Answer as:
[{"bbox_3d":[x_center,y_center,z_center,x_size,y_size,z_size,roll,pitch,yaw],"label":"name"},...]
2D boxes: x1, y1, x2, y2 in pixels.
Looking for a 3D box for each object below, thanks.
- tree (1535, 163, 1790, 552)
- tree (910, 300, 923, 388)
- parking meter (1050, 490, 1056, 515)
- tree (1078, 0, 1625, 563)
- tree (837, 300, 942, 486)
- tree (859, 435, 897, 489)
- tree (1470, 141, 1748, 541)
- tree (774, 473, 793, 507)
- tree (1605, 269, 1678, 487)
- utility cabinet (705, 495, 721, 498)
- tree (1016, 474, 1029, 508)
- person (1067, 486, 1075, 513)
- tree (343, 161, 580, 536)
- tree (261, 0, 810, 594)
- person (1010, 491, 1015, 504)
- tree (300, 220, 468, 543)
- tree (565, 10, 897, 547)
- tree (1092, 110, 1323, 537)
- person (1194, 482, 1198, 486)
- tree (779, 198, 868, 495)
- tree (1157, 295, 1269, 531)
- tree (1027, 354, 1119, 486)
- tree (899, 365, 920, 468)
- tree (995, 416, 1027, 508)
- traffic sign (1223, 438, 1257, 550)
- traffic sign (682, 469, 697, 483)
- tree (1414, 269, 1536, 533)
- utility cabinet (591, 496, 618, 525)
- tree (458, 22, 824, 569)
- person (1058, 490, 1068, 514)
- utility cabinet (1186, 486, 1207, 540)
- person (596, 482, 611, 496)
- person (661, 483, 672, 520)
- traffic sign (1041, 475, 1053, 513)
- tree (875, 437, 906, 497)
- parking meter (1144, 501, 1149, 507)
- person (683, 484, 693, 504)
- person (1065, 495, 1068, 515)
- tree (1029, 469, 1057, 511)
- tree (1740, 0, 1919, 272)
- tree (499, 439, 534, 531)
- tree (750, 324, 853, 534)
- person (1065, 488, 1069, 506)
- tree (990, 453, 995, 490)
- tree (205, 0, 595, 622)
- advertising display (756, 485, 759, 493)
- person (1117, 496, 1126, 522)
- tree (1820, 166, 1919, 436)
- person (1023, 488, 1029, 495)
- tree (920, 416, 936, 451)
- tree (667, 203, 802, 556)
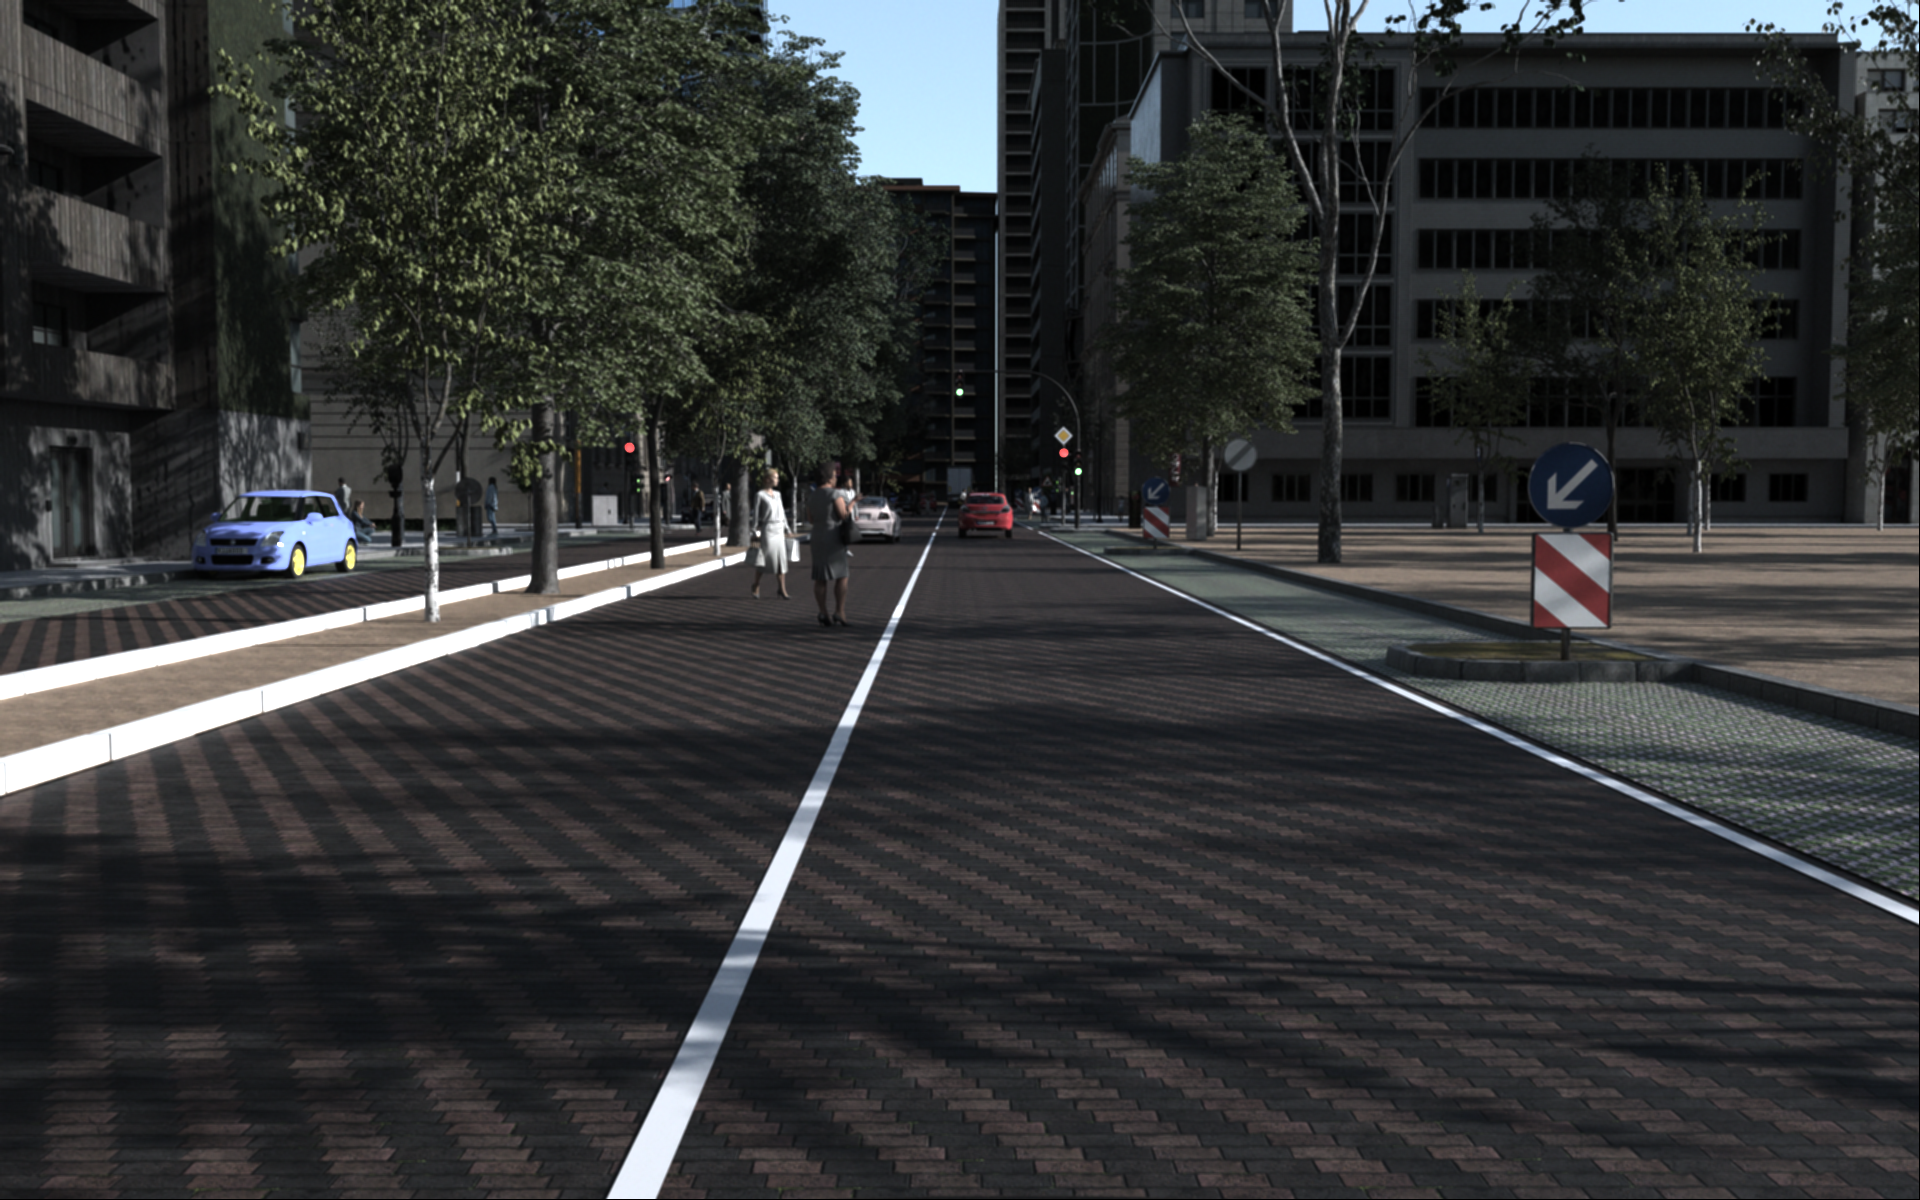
[{"bbox_3d":[16.063,-5.351,37.849,4.737,8.622,4.395,0,3,0],"label":"tree"},{"bbox_3d":[-6.082,-10.239,76.520,9.857,13.997,8.962,0,3,0],"label":"tree"},{"bbox_3d":[5.682,-5.933,105.418,0.372,1.533,0.369,0,3,0],"label":"parking meter"},{"bbox_3d":[5.901,-10.693,30.716,12.611,20.169,13.585,0,3,0],"label":"tree"},{"bbox_3d":[-5.983,-10.738,88.397,12.009,13.543,11.850,0,3,0],"label":"tree"},{"bbox_3d":[-6.063,-10.136,118.551,4.360,8.622,3.978,0,3,0],"label":"tree"},{"bbox_3d":[17.373,-6.866,46.674,7.601,10.594,8.767,0,4,-7],"label":"tree"},{"bbox_3d":[-14.733,-9.197,144.974,1.663,3.219,1.824,0,3,0],"label":"tree"},{"bbox_3d":[22.815,-6.367,54.465,4.360,8.622,3.978,0,3,0],"label":"tree"},{"bbox_3d":[-14.131,-5.367,98.907,1.020,1.237,0.306,2,4,29],"label":"utility cabinet"},{"bbox_3d":[6.008,-10.360,163.987,1.663,3.219,1.824,0,3,0],"label":"tree"},{"bbox_3d":[7.582,-6.853,118.262,0.590,1.801,0.661,-2,4,-23],"label":"person"},{"bbox_3d":[-15.158,-7.787,53.080,9.928,11.665,9.643,0,3,0],"label":"tree"},{"bbox_3d":[-6.079,-6.382,24.933,7.486,12.596,7.792,0,3,0],"label":"tree"},{"bbox_3d":[6.665,-12.741,215.184,1.217,1.723,0.721,2,4,25],"label":"person"},{"bbox_3d":[-14.989,-5.816,45.462,4.360,8.622,3.978,0,3,0],"label":"tree"},{"bbox_3d":[-6.042,-8.426,46.873,9.857,13.997,8.962,0,3,0],"label":"tree"},{"bbox_3d":[7.696,-8.155,51.462,7.486,12.596,7.792,0,3,0],"label":"tree"},{"bbox_3d":[9.779,-4.040,72.273,0.511,1.800,0.466,2,4,28],"label":"person"},{"bbox_3d":[-7.231,-14.819,100.639,12.611,20.169,13.585,0,3,0],"label":"tree"},{"bbox_3d":[8.946,-6.760,60.893,4.360,8.622,3.978,0,3,0],"label":"tree"},{"bbox_3d":[6.315,-8.631,91.484,4.360,8.622,3.978,0,3,0],"label":"tree"},{"bbox_3d":[-5.850,-7.307,56.343,8.767,10.594,7.601,0,4,0],"label":"tree"},{"bbox_3d":[5.678,-12.631,156.881,4.360,8.622,3.978,0,3,0],"label":"tree"},{"bbox_3d":[6.388,-2.416,39.604,0.768,2.556,0.104,0,4,4],"label":"traffic sign"},{"bbox_3d":[-14.071,-5.526,90.080,0.795,2.593,0.064,0,4,6],"label":"traffic sign"},{"bbox_3d":[16.858,-6.458,55.955,4.737,8.622,4.395,0,3,0],"label":"tree"},{"bbox_3d":[-14.580,-3.660,71.008,1.020,1.237,0.306,-1,4,-22],"label":"utility cabinet"},{"bbox_3d":[-5.736,-5.881,33.031,8.767,10.594,7.601,0,4,0],"label":"tree"},{"bbox_3d":[6.712,-6.500,112.501,0.721,1.800,0.419,0,4,-2],"label":"person"},{"bbox_3d":[6.554,-2.401,47.932,0.318,1.500,1.173,0,4,-6],"label":"utility cabinet"},{"bbox_3d":[-15.923,-4.351,77.371,0.592,1.802,0.473,1,4,17],"label":"person"},{"bbox_3d":[-14.479,-4.845,85.288,0.654,1.822,0.581,3,4,38],"label":"person"},{"bbox_3d":[5.945,-7.190,117.564,0.884,2.594,0.081,0,4,1],"label":"traffic sign"},{"bbox_3d":[-5.951,-10.964,132.085,4.737,8.622,4.395,0,3,0],"label":"tree"},{"bbox_3d":[7.768,-3.853,71.405,0.372,1.533,0.369,0,3,0],"label":"parking meter"},{"bbox_3d":[-14.373,-5.230,91.734,0.473,1.802,0.592,-3,4,-38],"label":"person"},{"bbox_3d":[6.345,-5.714,104.155,0.332,1.250,0.352,1,4,9],"label":"person"},{"bbox_3d":[6.735,-8.482,133.281,1.663,3.219,1.824,0,3,0],"label":"tree"},{"bbox_3d":[10.028,-4.037,16.375,4.360,8.622,3.978,0,3,0],"label":"tree"},{"bbox_3d":[-14.925,-4.019,60.307,1.663,3.219,1.824,0,3,0],"label":"tree"},{"bbox_3d":[-6.013,-6.709,62.515,4.360,8.622,3.978,0,3,0],"label":"tree"},{"bbox_3d":[7.962,-7.443,128.307,0.524,1.755,0.480,-2,4,-31],"label":"person"},{"bbox_3d":[6.141,-15.635,206.001,4.360,8.622,3.978,0,3,0],"label":"tree"},{"bbox_3d":[-5.858,-4.039,18.854,4.737,8.622,4.395,0,3,0],"label":"tree"},{"bbox_3d":[-14.179,-7.187,122.726,0.123,1.923,0.974,1,4,18],"label":"advertising display"},{"bbox_3d":[7.409,-4.154,78.972,0.505,1.210,0.382,3,5,42],"label":"person"},{"bbox_3d":[30.565,-8.258,53.151,7.486,12.596,7.792,0,3,0],"label":"tree"},{"bbox_3d":[6.214,-9.520,161.783,1.350,1.814,0.705,1,4,23],"label":"person"},{"bbox_3d":[-6.112,-10.728,112.276,8.767,10.594,7.601,0,4,0],"label":"tree"},{"bbox_3d":[-5.594,-5.311,39.655,4.737,8.622,4.395,0,3,0],"label":"tree"}]
